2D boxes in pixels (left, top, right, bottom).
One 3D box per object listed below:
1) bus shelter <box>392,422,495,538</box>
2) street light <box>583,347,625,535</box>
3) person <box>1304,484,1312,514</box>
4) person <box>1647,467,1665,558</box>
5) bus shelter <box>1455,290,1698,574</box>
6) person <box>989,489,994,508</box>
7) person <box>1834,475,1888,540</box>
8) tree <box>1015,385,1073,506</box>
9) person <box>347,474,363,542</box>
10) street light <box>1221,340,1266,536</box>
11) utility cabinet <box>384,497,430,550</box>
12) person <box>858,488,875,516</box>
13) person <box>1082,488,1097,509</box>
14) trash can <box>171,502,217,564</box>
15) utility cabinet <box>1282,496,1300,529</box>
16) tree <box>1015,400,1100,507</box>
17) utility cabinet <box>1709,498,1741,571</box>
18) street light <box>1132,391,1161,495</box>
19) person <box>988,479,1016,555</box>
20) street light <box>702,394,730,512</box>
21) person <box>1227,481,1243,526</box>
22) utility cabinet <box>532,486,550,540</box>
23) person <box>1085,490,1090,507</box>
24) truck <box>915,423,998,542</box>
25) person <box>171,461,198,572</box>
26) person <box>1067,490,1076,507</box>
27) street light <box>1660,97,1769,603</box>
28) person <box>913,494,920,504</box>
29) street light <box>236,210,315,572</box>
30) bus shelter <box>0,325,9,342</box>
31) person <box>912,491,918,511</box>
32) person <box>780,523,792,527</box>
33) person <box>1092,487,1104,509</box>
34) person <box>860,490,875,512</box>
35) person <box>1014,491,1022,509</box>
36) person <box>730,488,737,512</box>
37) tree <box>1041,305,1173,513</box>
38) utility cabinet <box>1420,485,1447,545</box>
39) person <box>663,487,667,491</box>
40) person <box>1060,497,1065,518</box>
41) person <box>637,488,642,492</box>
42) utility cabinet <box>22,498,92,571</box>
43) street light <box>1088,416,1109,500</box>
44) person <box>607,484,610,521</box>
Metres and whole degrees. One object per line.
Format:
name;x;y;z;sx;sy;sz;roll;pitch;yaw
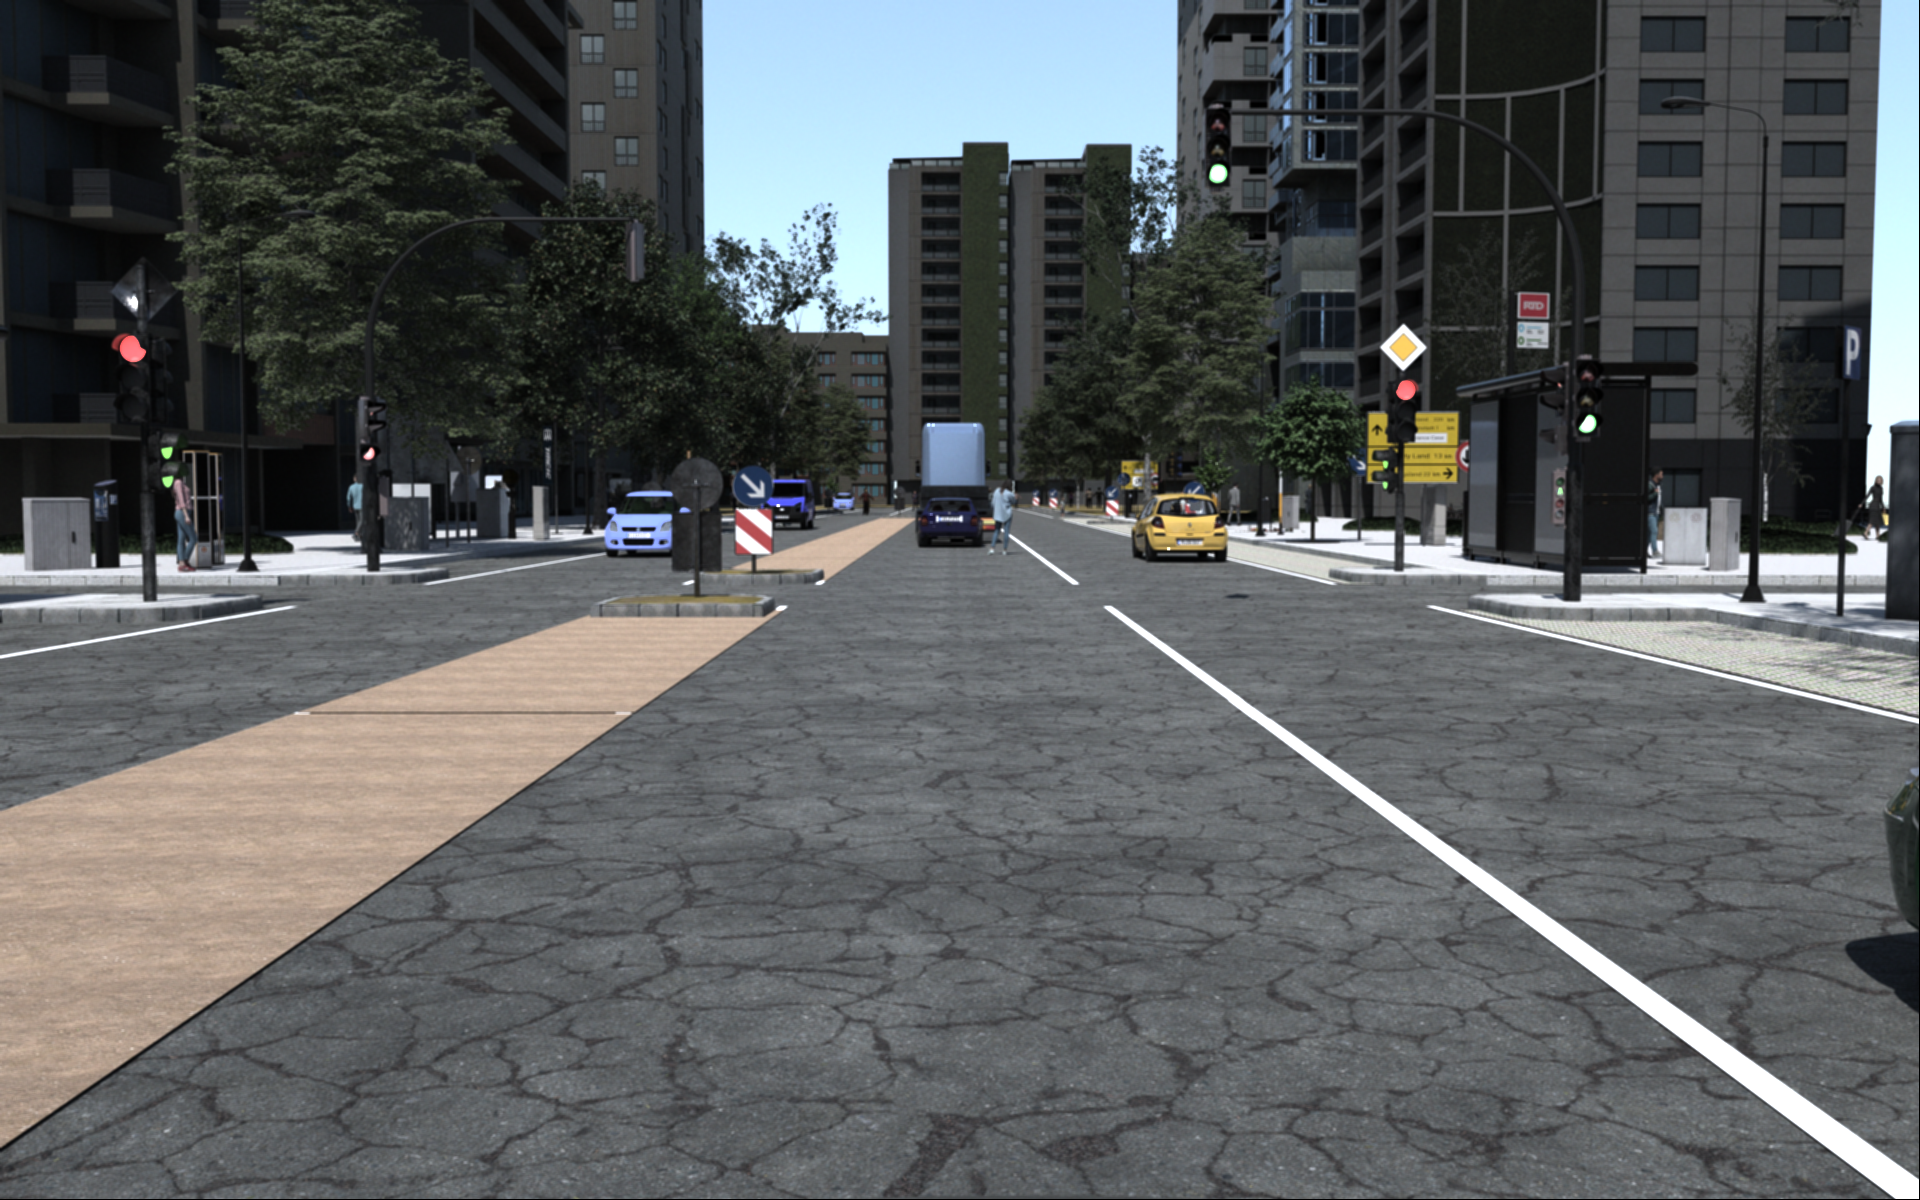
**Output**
bus shelter;-14.515;-3.286;47.649;2.014;3.302;5.546;0;4;0
street light;-11.290;-5.037;54.900;1.470;5.913;1.316;0;4;0
person;17.409;-4.875;86.168;0.576;1.772;0.534;2;4;25
person;13.830;-1.738;34.450;0.794;1.824;0.713;-2;4;-28
bus shelter;10.647;-3.316;31.851;2.179;5.291;8.768;0;4;0
person;2.034;-6.687;117.919;0.705;1.814;1.350;-3;5;-45
person;25.209;-2.577;48.392;1.509;1.804;0.699;0;4;7
tree;9.380;-16.027;180.162;7.486;12.596;7.792;0;3;0
person;-16.286;-2.501;46.792;0.638;1.841;0.748;1;4;19
street light;8.595;-4.889;52.483;1.470;5.913;1.316;0;4;0
utility cabinet;-12.693;-1.746;39.709;1.020;1.237;0.306;1;4;16
person;-6.286;-6.570;115.876;1.348;1.831;0.705;-2;4;-33
person;11.485;-9.013;153.413;1.348;1.823;0.705;0;4;-2
trash can;-13.425;-1.146;30.396;0.748;1.137;0.748;0;3;0
utility cabinet;12.130;-3.207;63.601;0.306;1.237;1.020;-1;4;-11
tree;9.771;-14.110;165.110;8.767;10.594;7.601;-1;4;-14
utility cabinet;12.907;-1.103;29.201;0.306;1.237;1.020;2;4;35
street light;8.459;-6.455;78.083;1.470;5.913;1.316;0;4;0
person;0.991;-1.975;41.059;0.793;1.790;0.793;-1;4;-12
street light;-11.390;-6.603;80.500;1.470;5.913;1.316;0;4;0
person;11.092;-3.897;70.028;0.850;1.792;0.678;-3;5;-44
utility cabinet;-11.717;-2.436;48.508;0.318;1.500;1.173;0;4;-6
person;12.971;-10.364;176.300;0.445;1.727;0.742;1;4;13
truck;-0.180;-4.272;59.604;2.967;4.110;18.799;0;4;-1
person;-12.757;-1.372;28.485;0.388;1.821;0.555;-3;5;-40
person;11.052;-10.083;171.586;0.721;1.739;1.217;-3;5;-43
street light;8.897;-2.930;20.440;1.470;5.913;1.316;0;4;0
person;-2.404;-6.132;108.889;1.348;1.807;0.705;3;5;44
street light;-11.257;-3.424;28.517;1.470;5.913;1.316;0;4;0
bus shelter;-12.793;-2.408;16.995;2.179;5.291;8.768;0;4;0
person;-3.805;-8.374;146.330;0.541;1.710;0.530;2;4;27
person;-7.737;-3.823;76.502;0.738;1.151;1.012;-2;4;-30
person;12.167;-8.913;151.396;1.348;1.869;0.705;1;4;12
person;-7.237;-7.687;134.921;1.217;1.736;0.721;0;4;-2
person;5.292;-9.375;162.491;1.217;1.736;0.721;-2;4;-25
person;-16.471;-7.272;125.871;0.756;1.711;0.436;-2;4;-34
tree;10.230;-12.985;118.952;9.857;13.997;8.962;0;3;0
utility cabinet;11.860;-2.127;43.448;0.318;1.500;1.173;0;4;-2
person;-22.475;-7.679;131.460;0.709;1.838;0.599;-1;4;-23
person;6.045;-5.401;101.482;0.332;1.250;0.352;-1;4;-17
person;-24.454;-7.681;132.303;0.551;1.740;0.621;1;4;12
utility cabinet;-15.251;-1.108;29.280;0.306;1.237;1.020;2;4;32
street light;8.356;-8.023;103.713;1.470;5.913;1.316;0;4;0
person;-16.053;-4.450;78.975;0.721;1.800;0.419;-3;5;-45
